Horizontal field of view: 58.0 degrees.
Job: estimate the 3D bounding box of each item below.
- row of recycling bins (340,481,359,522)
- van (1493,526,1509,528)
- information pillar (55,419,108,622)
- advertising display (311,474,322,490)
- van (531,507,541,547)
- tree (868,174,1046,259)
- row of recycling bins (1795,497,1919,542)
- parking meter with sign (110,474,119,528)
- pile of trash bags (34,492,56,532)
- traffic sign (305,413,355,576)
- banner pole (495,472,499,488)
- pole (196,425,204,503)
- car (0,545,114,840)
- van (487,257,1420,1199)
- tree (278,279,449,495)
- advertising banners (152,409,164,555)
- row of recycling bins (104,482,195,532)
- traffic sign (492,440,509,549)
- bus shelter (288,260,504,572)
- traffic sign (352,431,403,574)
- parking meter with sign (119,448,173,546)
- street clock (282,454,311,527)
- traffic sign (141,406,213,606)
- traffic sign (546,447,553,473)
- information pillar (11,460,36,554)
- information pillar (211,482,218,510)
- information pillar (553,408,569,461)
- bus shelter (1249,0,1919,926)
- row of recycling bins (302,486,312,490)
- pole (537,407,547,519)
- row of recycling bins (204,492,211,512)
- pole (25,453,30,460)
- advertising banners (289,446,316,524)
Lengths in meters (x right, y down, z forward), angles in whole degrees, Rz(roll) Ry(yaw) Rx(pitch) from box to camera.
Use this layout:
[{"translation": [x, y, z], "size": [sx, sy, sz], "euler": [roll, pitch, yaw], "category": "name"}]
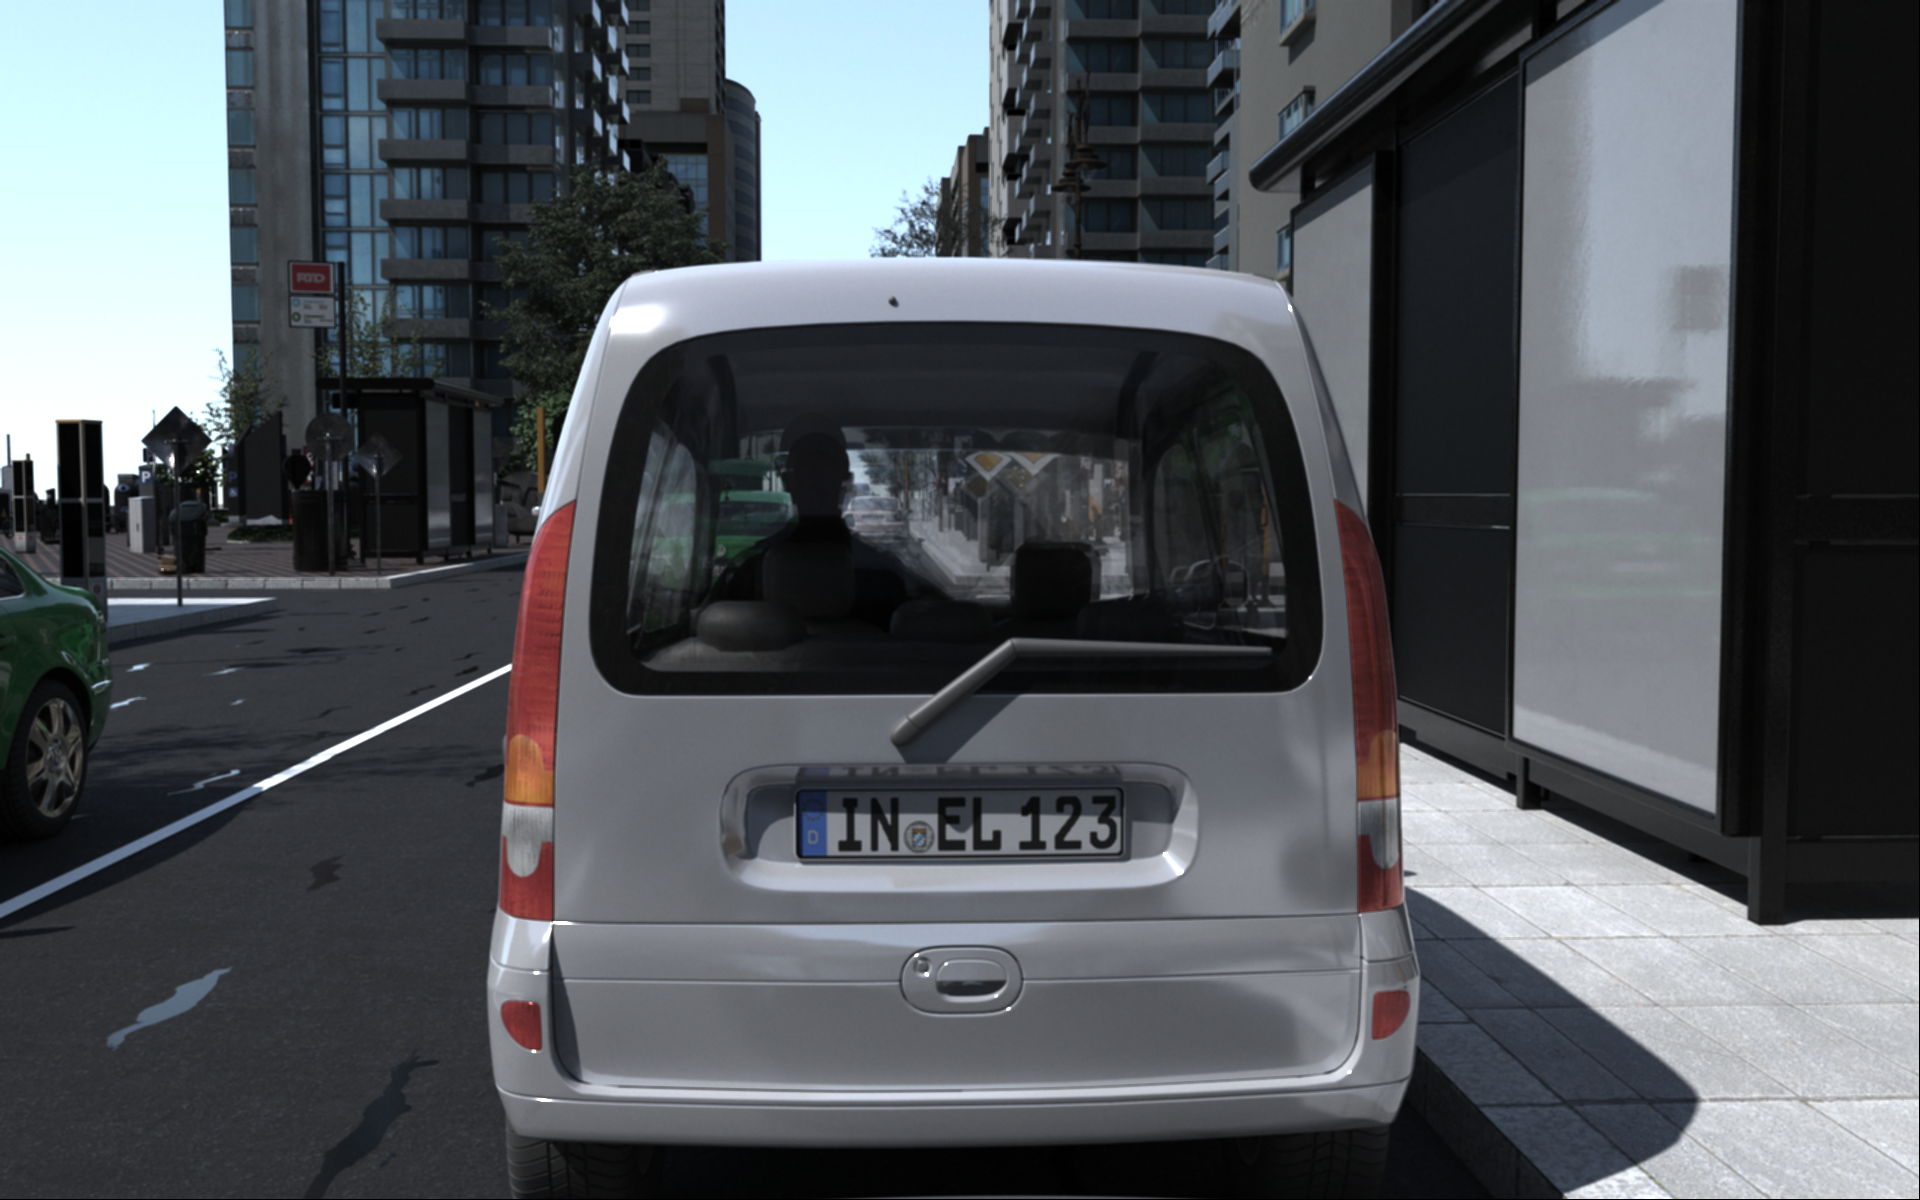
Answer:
[{"translation": [-19.438, -2.899, 54.508], "size": [1.069, 1.692, 3.534], "euler": [-1, 4, -12], "category": "row of recycling bins"}, {"translation": [9.298, -1.066, 24.436], "size": [4.112, 2.044, 2.013], "euler": [0, 4, -3], "category": "van"}, {"translation": [-8.729, -0.779, 17.222], "size": [0.304, 2.012, 0.304], "euler": [1, 4, 11], "category": "information pillar"}, {"translation": [-21.119, -3.191, 57.383], "size": [0.123, 1.923, 0.974], "euler": [1, 4, 16], "category": "advertising display"}, {"translation": [-5.951, -1.326, 28.690], "size": [2.013, 2.044, 4.112], "euler": [0, 4, -2], "category": "van"}, {"translation": [-0.265, -9.559, 66.668], "size": [12.009, 13.543, 11.850], "euler": [0, 3, 0], "category": "tree"}, {"translation": [6.842, -0.422, 14.013], "size": [1.069, 1.692, 3.534], "euler": [0, 4, 3], "category": "row of recycling bins"}, {"translation": [-31.523, -4.248, 65.713], "size": [1.738, 3.016, 0.543], "euler": [1, 4, 8], "category": "parking meter with sign"}, {"translation": [-31.562, -3.074, 60.011], "size": [3.447, 1.369, 1.912], "euler": [3, 4, 36], "category": "pile of trash bags"}, {"translation": [-9.881, -1.656, 27.176], "size": [0.768, 2.556, 0.104], "euler": [0, 4, -2], "category": "traffic sign"}, {"translation": [-22.367, -5.662, 82.590], "size": [0.863, 3.779, 0.401], "euler": [1, 4, 15], "category": "banner pole"}, {"translation": [-22.412, -3.497, 51.025], "size": [0.158, 3.312, 0.155], "euler": [0, 3, 0], "category": "pole"}, {"translation": [-4.589, 0.182, 5.816], "size": [1.959, 1.807, 4.718], "euler": [0, 4, -3], "category": "car"}, {"translation": [-0.082, 0.139, 4.740], "size": [2.013, 2.044, 4.112], "euler": [0, 4, -2], "category": "van"}, {"translation": [-20.169, -6.708, 60.037], "size": [4.737, 8.622, 4.395], "euler": [0, 3, 0], "category": "tree"}, {"translation": [-16.985, -2.475, 36.657], "size": [0.090, 3.025, 2.074], "euler": [-1, 4, -22], "category": "advertising banners"}, {"translation": [-27.612, -3.131, 58.297], "size": [3.534, 1.692, 1.069], "euler": [-1, 4, -9], "category": "row of recycling bins"}, {"translation": [-10.925, -2.473, 40.532], "size": [0.768, 2.556, 0.104], "euler": [0, 4, 0], "category": "traffic sign"}, {"translation": [-10.595, -3.363, 32.612], "size": [2.179, 5.291, 8.768], "euler": [0, 4, -3], "category": "bus shelter"}, {"translation": [-9.323, -1.474, 27.747], "size": [0.795, 2.450, 0.064], "euler": [0, 4, -3], "category": "traffic sign"}, {"translation": [-20.190, -2.878, 43.314], "size": [0.543, 3.016, 1.738], "euler": [0, 4, 6], "category": "parking meter with sign"}, {"translation": [-12.096, -1.655, 31.635], "size": [0.471, 2.002, 0.358], "euler": [-2, 4, -29], "category": "street clock"}, {"translation": [-8.929, -0.987, 19.772], "size": [0.795, 2.450, 0.064], "euler": [0, 4, -3], "category": "traffic sign"}, {"translation": [-10.862, -2.847, 46.656], "size": [0.768, 2.556, 0.104], "euler": [0, 4, 2], "category": "traffic sign"}, {"translation": [-20.240, -2.016, 37.450], "size": [0.304, 2.012, 0.304], "euler": [1, 4, 9], "category": "information pillar"}, {"translation": [-43.669, -5.929, 101.438], "size": [0.304, 2.012, 0.304], "euler": [0, 4, -2], "category": "information pillar"}, {"translation": [-10.561, -3.349, 46.113], "size": [0.504, 3.616, 0.183], "euler": [-1, 4, -10], "category": "information pillar"}, {"translation": [2.958, -1.936, 9.286], "size": [2.179, 5.291, 8.768], "euler": [0, 4, -3], "category": "bus shelter"}, {"translation": [-27.072, -4.040, 73.172], "size": [1.069, 1.692, 3.534], "euler": [0, 4, -8], "category": "row of recycling bins"}, {"translation": [-9.829, -2.868, 40.736], "size": [0.158, 3.312, 0.155], "euler": [0, 3, 0], "category": "pole"}, {"translation": [-32.652, -3.980, 72.184], "size": [3.534, 1.692, 1.069], "euler": [2, 4, 26], "category": "row of recycling bins"}, {"translation": [-46.542, -5.671, 86.560], "size": [0.158, 3.312, 0.155], "euler": [0, 3, 0], "category": "pole"}, {"translation": [-24.282, -4.068, 62.700], "size": [2.074, 3.025, 0.090], "euler": [0, 4, -5], "category": "advertising banners"}]
